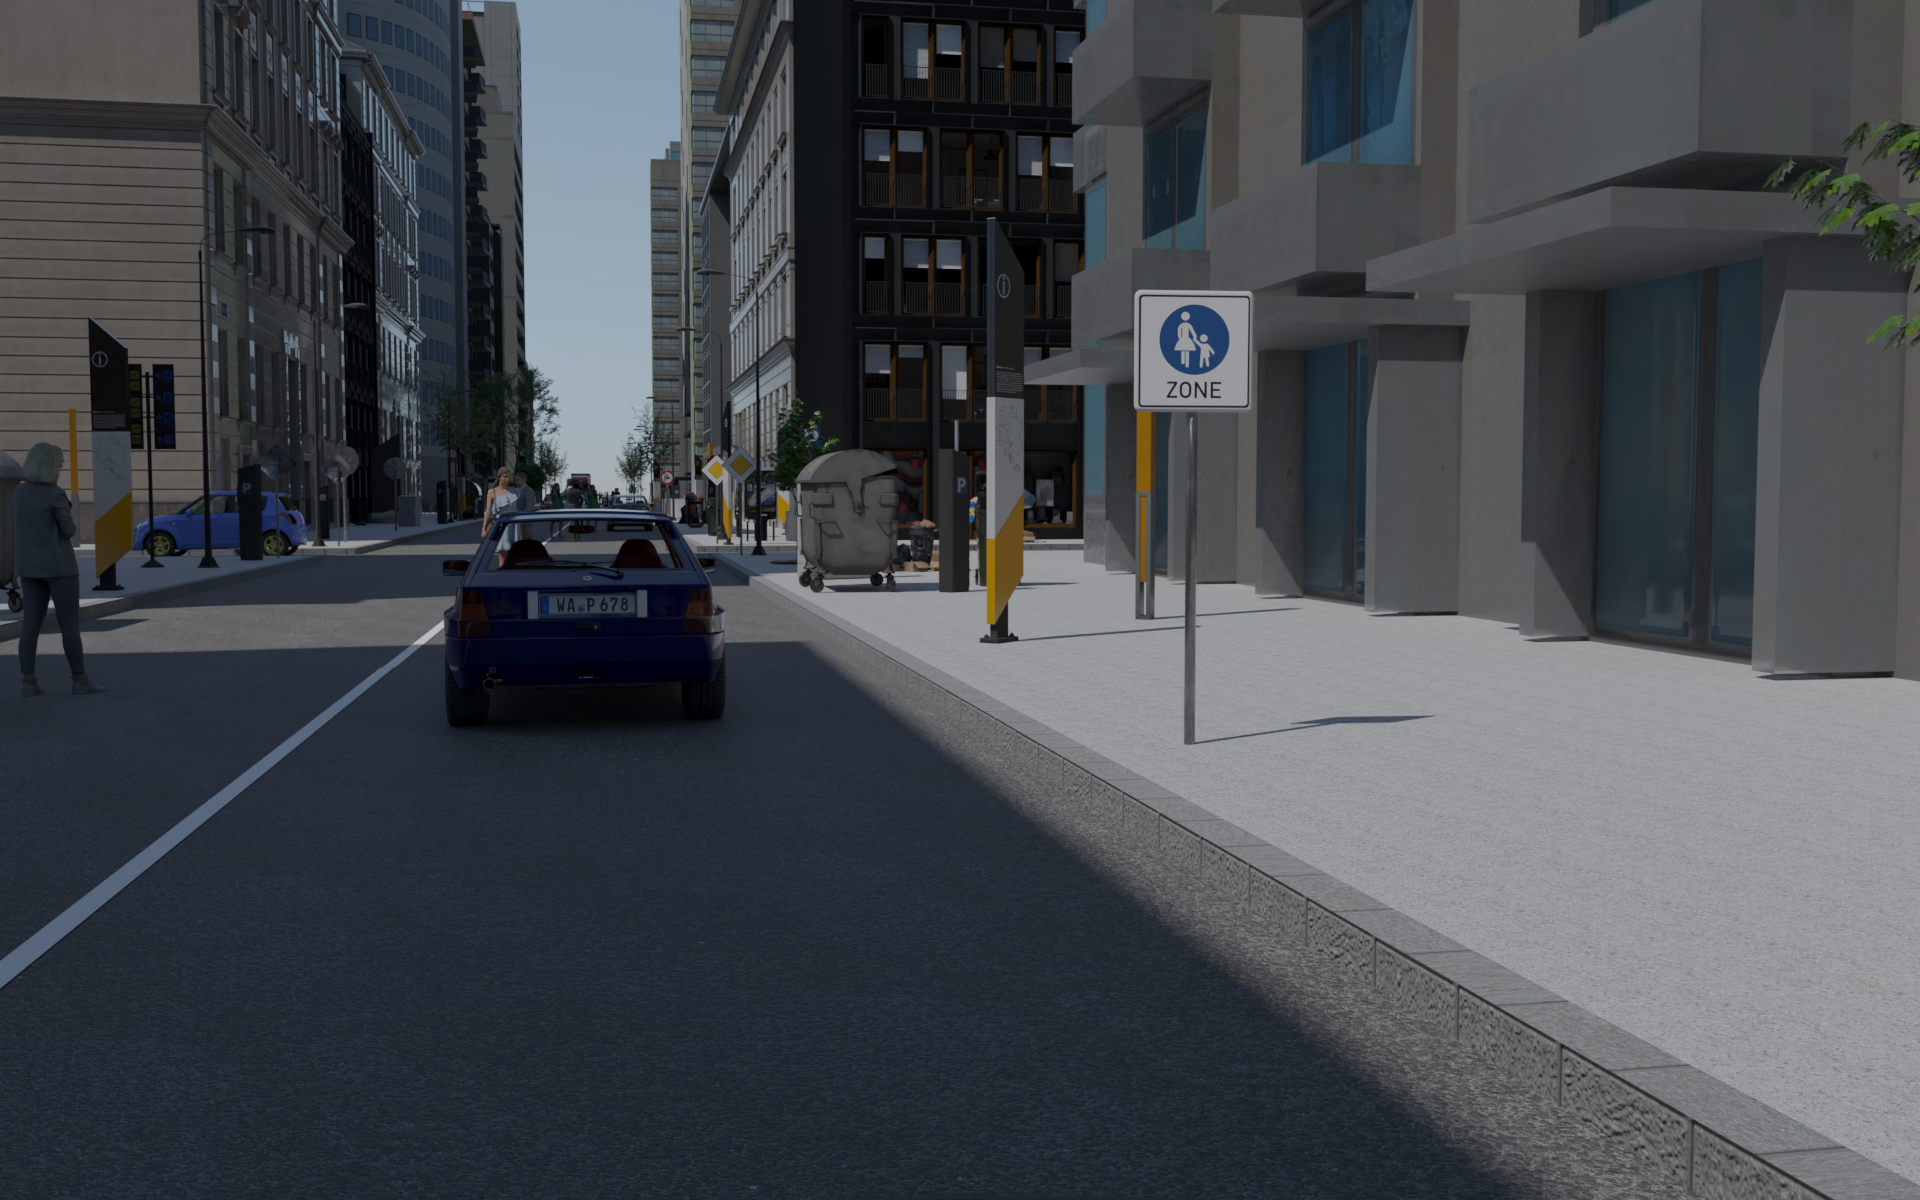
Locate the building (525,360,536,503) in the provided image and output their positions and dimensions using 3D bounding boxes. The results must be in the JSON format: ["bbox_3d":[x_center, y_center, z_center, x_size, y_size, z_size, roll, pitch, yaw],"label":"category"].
[{"bbox_3d":[-71.902,-23.709,232.688,27.650,21.520,28.899,-1,4,-12],"label":"building"}]

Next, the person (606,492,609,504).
[{"bbox_3d":[-43.961,-12.622,215.580,0.721,1.736,1.217,0,4,-2],"label":"person"}]

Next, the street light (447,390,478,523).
[{"bbox_3d":[-22.121,-6.387,76.976,1.470,5.913,1.316,-1,4,-12],"label":"street light"}]

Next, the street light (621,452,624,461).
[{"bbox_3d":[-39.213,-14.238,205.325,1.470,5.913,1.316,-1,4,-12],"label":"street light"}]

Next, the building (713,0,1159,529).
[{"bbox_3d":[-1.631,-14.793,75.148,16.112,22.955,30.059,-1,4,-12],"label":"building"}]

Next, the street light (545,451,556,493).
[{"bbox_3d":[-47.346,-13.928,200.266,1.470,5.913,1.316,-1,4,-12],"label":"street light"}]

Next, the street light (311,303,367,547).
[{"bbox_3d":[-15.118,-4.261,42.203,1.470,5.913,1.316,-1,4,-12],"label":"street light"}]

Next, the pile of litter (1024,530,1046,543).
[{"bbox_3d":[1.493,-1.945,45.764,1.719,0.858,1.176,0,4,-3],"label":"pile of litter"}]

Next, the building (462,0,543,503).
[{"bbox_3d":[-72.892,-50.027,256.188,20.563,71.187,20.611,-1,4,-12],"label":"building"}]

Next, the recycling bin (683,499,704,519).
[{"bbox_3d":[-13.814,-4.752,90.244,0.722,1.027,0.722,1,4,14],"label":"recycling bin"}]

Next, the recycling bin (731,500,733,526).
[{"bbox_3d":[-9.483,-3.428,68.605,0.722,1.027,0.722,3,5,43],"label":"recycling bin"}]

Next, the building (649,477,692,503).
[{"bbox_3d":[-31.346,-35.086,265.535,32.217,40.220,23.993,-1,4,-12],"label":"building"}]

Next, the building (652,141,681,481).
[{"bbox_3d":[-30.389,-37.804,237.704,23.786,49.044,30.456,-1,4,-12],"label":"building"}]

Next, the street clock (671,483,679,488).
[{"bbox_3d":[-18.172,-6.478,110.485,0.471,2.002,0.358,-2,4,-31],"label":"street clock"}]

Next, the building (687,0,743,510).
[{"bbox_3d":[-13.773,-27.486,132.982,14.154,41.232,14.086,-1,4,-12],"label":"building"}]

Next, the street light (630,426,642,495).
[{"bbox_3d":[-22.473,-9.206,123.054,1.470,5.913,1.316,-1,4,-12],"label":"street light"}]

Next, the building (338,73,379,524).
[{"bbox_3d":[-32.630,-14.977,74.552,12.332,23.373,15.834,-1,4,-12],"label":"building"}]

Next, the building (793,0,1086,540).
[{"bbox_3d":[3.339,-13.744,54.391,15.834,23.373,12.332,-1,4,-12],"label":"building"}]

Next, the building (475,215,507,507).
[{"bbox_3d":[-53.945,-24.753,176.420,14.160,30.474,14.107,-1,4,-12],"label":"building"}]

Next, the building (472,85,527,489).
[{"bbox_3d":[-63.728,-35.725,207.807,21.300,48.544,21.600,-1,4,-12],"label":"building"}]

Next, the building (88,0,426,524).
[{"bbox_3d":[-36.719,-18.178,94.472,12.463,27.353,25.104,-1,4,-12],"label":"building"}]

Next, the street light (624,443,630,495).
[{"bbox_3d":[-29.550,-11.302,157.330,1.470,5.913,1.316,-1,4,-12],"label":"street light"}]

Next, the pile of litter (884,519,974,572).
[{"bbox_3d":[-0.586,-0.916,28.948,1.719,0.858,1.176,1,4,12],"label":"pile of litter"}]

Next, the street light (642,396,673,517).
[{"bbox_3d":[-14.232,-6.731,82.590,1.470,5.913,1.316,-1,4,-12],"label":"street light"}]

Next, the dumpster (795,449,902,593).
[{"bbox_3d":[-1.493,-1.068,23.220,1.264,1.857,1.865,-1,4,-11],"label":"dumpster"}]

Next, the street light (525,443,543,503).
[{"bbox_3d":[-37.442,-10.955,151.656,1.470,5.913,1.316,-1,4,-12],"label":"street light"}]

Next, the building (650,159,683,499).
[{"bbox_3d":[-31.229,-32.507,215.085,14.154,41.232,14.086,-1,4,-12],"label":"building"}]

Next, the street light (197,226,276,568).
[{"bbox_3d":[-12.567,-3.521,30.109,1.470,5.913,1.316,-1,4,-12],"label":"street light"}]

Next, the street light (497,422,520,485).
[{"bbox_3d":[-30.443,-8.853,117.294,1.470,5.913,1.316,-1,4,-12],"label":"street light"}]

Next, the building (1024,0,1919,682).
[{"bbox_3d":[14.217,-24.520,20.505,23.786,49.044,30.456,-1,4,-12],"label":"building"}]

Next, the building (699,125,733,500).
[{"bbox_3d":[-7.728,-17.456,104.474,14.314,24.678,30.058,-1,4,-12],"label":"building"}]

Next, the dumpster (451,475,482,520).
[{"bbox_3d":[-24.823,-5.161,86.868,1.502,2.255,1.985,-1,4,-12],"label":"dumpster"}]

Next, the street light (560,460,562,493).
[{"bbox_3d":[-54.449,-16.040,234.790,1.470,5.913,1.316,-1,4,-12],"label":"street light"}]

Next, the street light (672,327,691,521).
[{"bbox_3d":[-7.199,-4.638,48.368,1.470,5.913,1.316,-1,4,-12],"label":"street light"}]

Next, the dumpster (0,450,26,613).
[{"bbox_3d":[-10.579,-0.744,17.925,1.264,1.857,1.865,-1,4,-12],"label":"dumpster"}]

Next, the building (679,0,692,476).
[{"bbox_3d":[-10.773,-34.582,154.646,28.713,52.752,27.495,-1,4,-12],"label":"building"}]

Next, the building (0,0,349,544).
[{"bbox_3d":[-27.246,-15.744,54.676,12.463,27.353,25.104,-1,4,-12],"label":"building"}]

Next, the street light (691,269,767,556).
[{"bbox_3d":[-4.746,-3.883,36.021,1.470,5.913,1.316,-1,4,-12],"label":"street light"}]

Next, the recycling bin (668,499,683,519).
[{"bbox_3d":[-15.070,-4.913,92.888,0.722,1.027,0.722,0,4,8],"label":"recycling bin"}]

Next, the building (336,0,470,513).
[{"bbox_3d":[-47.970,-35.704,125.758,21.231,58.520,28.212,-1,4,-12],"label":"building"}]

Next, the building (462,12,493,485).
[{"bbox_3d":[-53.762,-30.551,154.132,22.147,44.769,28.867,-1,4,-12],"label":"building"}]

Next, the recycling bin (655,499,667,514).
[{"bbox_3d":[-16.643,-5.164,96.978,0.722,1.027,0.722,0,4,7],"label":"recycling bin"}]
